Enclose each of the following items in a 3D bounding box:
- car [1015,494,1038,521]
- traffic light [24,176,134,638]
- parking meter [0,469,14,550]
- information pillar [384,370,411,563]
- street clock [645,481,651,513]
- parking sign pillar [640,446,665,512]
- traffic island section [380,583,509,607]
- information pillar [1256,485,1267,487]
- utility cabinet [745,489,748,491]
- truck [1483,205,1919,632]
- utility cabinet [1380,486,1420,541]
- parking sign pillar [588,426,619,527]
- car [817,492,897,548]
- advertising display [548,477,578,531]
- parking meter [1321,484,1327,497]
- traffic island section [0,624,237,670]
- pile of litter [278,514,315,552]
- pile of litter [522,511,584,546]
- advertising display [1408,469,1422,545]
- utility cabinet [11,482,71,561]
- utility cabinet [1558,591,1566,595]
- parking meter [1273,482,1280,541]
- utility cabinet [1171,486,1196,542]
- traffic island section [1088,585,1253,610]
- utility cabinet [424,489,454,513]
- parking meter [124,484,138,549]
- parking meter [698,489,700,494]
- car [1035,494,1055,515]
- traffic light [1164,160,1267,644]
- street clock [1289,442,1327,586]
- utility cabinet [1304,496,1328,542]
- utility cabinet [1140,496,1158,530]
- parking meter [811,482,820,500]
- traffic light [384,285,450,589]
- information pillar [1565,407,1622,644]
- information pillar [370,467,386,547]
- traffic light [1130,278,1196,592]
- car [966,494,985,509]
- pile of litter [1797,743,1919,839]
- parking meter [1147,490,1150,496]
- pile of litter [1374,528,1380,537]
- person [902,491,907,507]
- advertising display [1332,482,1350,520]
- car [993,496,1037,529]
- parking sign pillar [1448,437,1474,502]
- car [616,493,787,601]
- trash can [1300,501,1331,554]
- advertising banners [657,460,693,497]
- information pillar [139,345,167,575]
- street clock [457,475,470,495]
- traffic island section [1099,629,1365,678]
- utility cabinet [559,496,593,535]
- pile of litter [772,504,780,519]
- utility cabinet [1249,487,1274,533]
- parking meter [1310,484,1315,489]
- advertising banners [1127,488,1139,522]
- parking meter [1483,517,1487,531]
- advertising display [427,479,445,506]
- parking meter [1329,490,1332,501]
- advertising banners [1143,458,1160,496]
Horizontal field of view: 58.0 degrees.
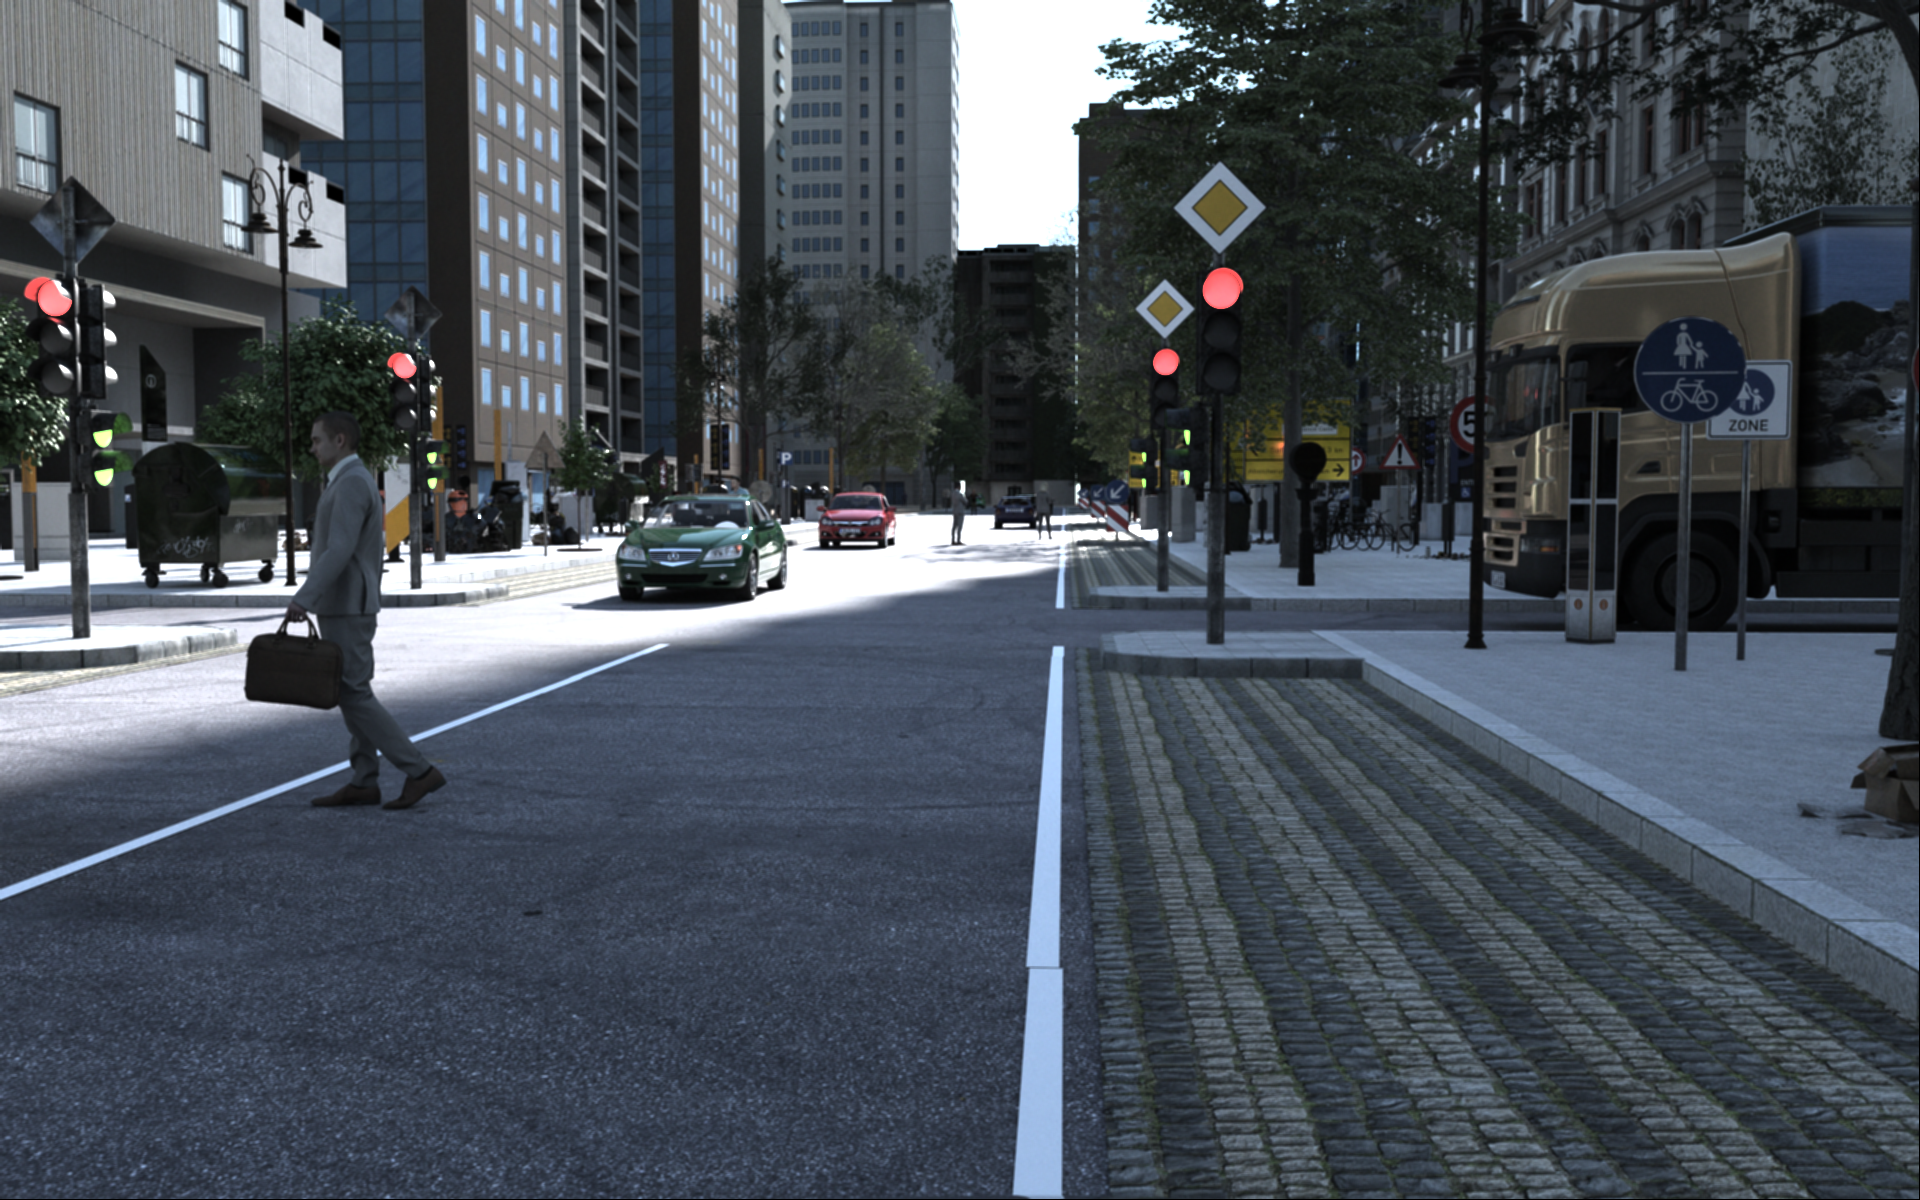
[{"bbox_3d":[3.599,-5.129,93.638,2.009,1.686,4.222,0,4,5],"label":"car"},{"bbox_3d":[-7.820,-1.616,15.336,0.839,4.253,0.868,0,4,3],"label":"traffic light"},{"bbox_3d":[-21.952,-2.091,39.895,0.255,1.863,0.399,-1,4,-15],"label":"parking meter"},{"bbox_3d":[-10.538,-2.510,32.399,0.504,3.616,0.183,-3,4,-38],"label":"information pillar"},{"bbox_3d":[-16.950,-5.475,94.079,0.358,2.002,0.471,2,4,34],"label":"street clock"},{"bbox_3d":[-17.282,-6.653,97.241,1.447,3.967,1.447,-1,4,-22],"label":"parking sign pillar"},{"bbox_3d":[-7.378,-0.071,23.444,2.009,0.180,2.903,0,4,3],"label":"traffic island section"},{"bbox_3d":[11.827,-3.882,67.958,0.304,2.012,0.304,-1,4,-22],"label":"information pillar"},{"bbox_3d":[-9.440,-4.163,76.736,0.318,1.500,1.173,1,4,23],"label":"utility cabinet"},{"bbox_3d":[10.628,-1.778,17.980,11.283,4.237,2.839,0,4,2],"label":"truck"},{"bbox_3d":[12.057,-2.369,47.416,1.173,1.500,0.318,-2,4,-29],"label":"utility cabinet"},{"bbox_3d":[-14.282,-4.900,68.583,1.447,3.967,1.447,3,5,43],"label":"parking sign pillar"},{"bbox_3d":[-2.759,-2.326,47.065,2.155,1.783,4.494,0,4,3],"label":"car"},{"bbox_3d":[-13.690,-3.337,59.769,0.974,1.923,0.123,-1,4,-10],"label":"advertising display"},{"bbox_3d":[20.478,-5.598,97.233,0.399,1.863,0.255,2,4,25],"label":"parking meter"},{"bbox_3d":[-7.860,0.416,15.473,2.009,0.180,2.903,0,4,3],"label":"traffic island section"},{"bbox_3d":[-14.851,-1.552,39.334,1.176,0.858,1.719,3,5,41],"label":"pile of litter"},{"bbox_3d":[-10.286,-1.814,43.627,1.719,0.858,1.176,-1,4,-22],"label":"pile of litter"},{"bbox_3d":[11.498,-2.358,43.769,0.123,1.923,0.974,0,4,3],"label":"advertising display"},{"bbox_3d":[-17.222,-1.471,32.737,1.173,1.500,0.318,0,4,-5],"label":"utility cabinet"},{"bbox_3d":[7.920,-0.655,21.879,0.306,1.237,1.020,-2,4,-32],"label":"utility cabinet"},{"bbox_3d":[8.652,-2.514,46.809,0.255,1.863,0.399,-1,4,-9],"label":"parking meter"},{"bbox_3d":[5.978,-2.295,46.205,0.318,1.500,1.173,2,4,26],"label":"utility cabinet"},{"bbox_3d":[2.695,-0.034,22.832,2.009,0.180,2.903,0,4,3],"label":"traffic island section"},{"bbox_3d":[-21.814,-3.910,72.615,1.173,1.500,0.318,0,4,2],"label":"utility cabinet"},{"bbox_3d":[-19.362,-1.968,40.593,0.372,1.533,0.369,0,3,0],"label":"parking meter"},{"bbox_3d":[-14.142,-5.182,93.141,0.372,1.533,0.369,0,3,0],"label":"parking meter"},{"bbox_3d":[5.672,-6.859,121.934,2.009,1.686,4.222,0,4,3],"label":"car"},{"bbox_3d":[2.174,-1.580,14.750,0.839,4.253,0.868,0,4,3],"label":"traffic light"},{"bbox_3d":[4.846,-1.200,24.184,0.471,2.002,0.358,0,4,-5],"label":"street clock"},{"bbox_3d":[9.700,-2.203,47.175,0.306,1.237,1.020,-1,4,-10],"label":"utility cabinet"},{"bbox_3d":[6.800,-3.136,62.443,0.306,1.237,1.020,2,4,29],"label":"utility cabinet"},{"bbox_3d":[-7.069,-4.822,84.548,0.399,1.863,0.255,2,4,32],"label":"parking meter"},{"bbox_3d":[-7.338,-2.103,23.307,0.839,4.253,0.868,0,4,3],"label":"traffic light"},{"bbox_3d":[5.446,-0.637,14.908,0.304,2.012,0.304,-2,4,-25],"label":"information pillar"},{"bbox_3d":[-14.000,-2.267,41.549,0.304,2.012,0.304,2,4,23],"label":"information pillar"},{"bbox_3d":[2.656,-2.067,22.721,0.839,4.253,0.868,0,4,3],"label":"traffic light"},{"bbox_3d":[1.513,-9.782,168.734,1.959,1.807,4.718,0,4,3],"label":"car"},{"bbox_3d":[4.143,0.434,6.864,1.719,0.858,1.176,0,3,0],"label":"pile of litter"},{"bbox_3d":[9.077,-4.779,83.854,0.255,1.863,0.399,0,4,5],"label":"parking meter"},{"bbox_3d":[13.052,-2.346,52.319,1.719,0.858,1.176,0,4,-4],"label":"pile of litter"},{"bbox_3d":[-5.765,-10.461,180.464,0.541,1.710,0.530,1,4,15],"label":"person"},{"bbox_3d":[18.633,-4.847,84.467,0.974,1.923,0.123,0,4,6],"label":"advertising display"},{"bbox_3d":[2.350,-3.677,72.704,1.945,1.354,3.894,0,4,4],"label":"car"},{"bbox_3d":[17.227,-4.291,58.634,1.447,3.967,1.447,3,5,45],"label":"parking sign pillar"},{"bbox_3d":[-3.613,-0.798,24.840,2.131,1.459,4.920,0,4,3],"label":"car"},{"bbox_3d":[7.642,-1.577,37.445,0.748,1.137,0.748,0,3,0],"label":"trash can"},{"bbox_3d":[-14.655,-5.715,89.623,2.074,3.025,0.090,-2,4,-30],"label":"advertising banners"},{"bbox_3d":[-12.756,-2.207,27.437,0.183,3.616,0.504,1,4,15],"label":"information pillar"},{"bbox_3d":[-19.216,-3.823,67.081,0.358,2.002,0.471,3,5,45],"label":"street clock"},{"bbox_3d":[2.213,0.454,14.862,2.009,0.180,2.903,0,4,3],"label":"traffic island section"},{"bbox_3d":[-12.096,-2.653,54.541,1.020,1.237,0.306,-2,4,-30],"label":"utility cabinet"},{"bbox_3d":[-9.501,-4.603,89.226,1.176,0.858,1.719,-1,4,-11],"label":"pile of litter"},{"bbox_3d":[10.064,-2.949,56.887,1.173,1.500,0.318,-2,4,-28],"label":"utility cabinet"},{"bbox_3d":[16.997,-4.786,83.959,0.399,1.863,0.255,2,4,28],"label":"parking meter"},{"bbox_3d":[8.100,-5.138,80.196,0.090,3.025,2.074,2,4,25],"label":"advertising banners"},{"bbox_3d":[12.359,-2.133,40.581,0.255,1.863,0.399,-2,4,-30],"label":"parking meter"},{"bbox_3d":[-19.038,-3.532,62.963,0.123,1.923,0.974,1,4,16],"label":"advertising display"},{"bbox_3d":[20.818,-5.402,96.739,0.372,1.533,0.369,0,3,0],"label":"parking meter"},{"bbox_3d":[7.875,-4.502,69.787,0.090,3.025,2.074,-1,4,-23],"label":"advertising banners"}]
